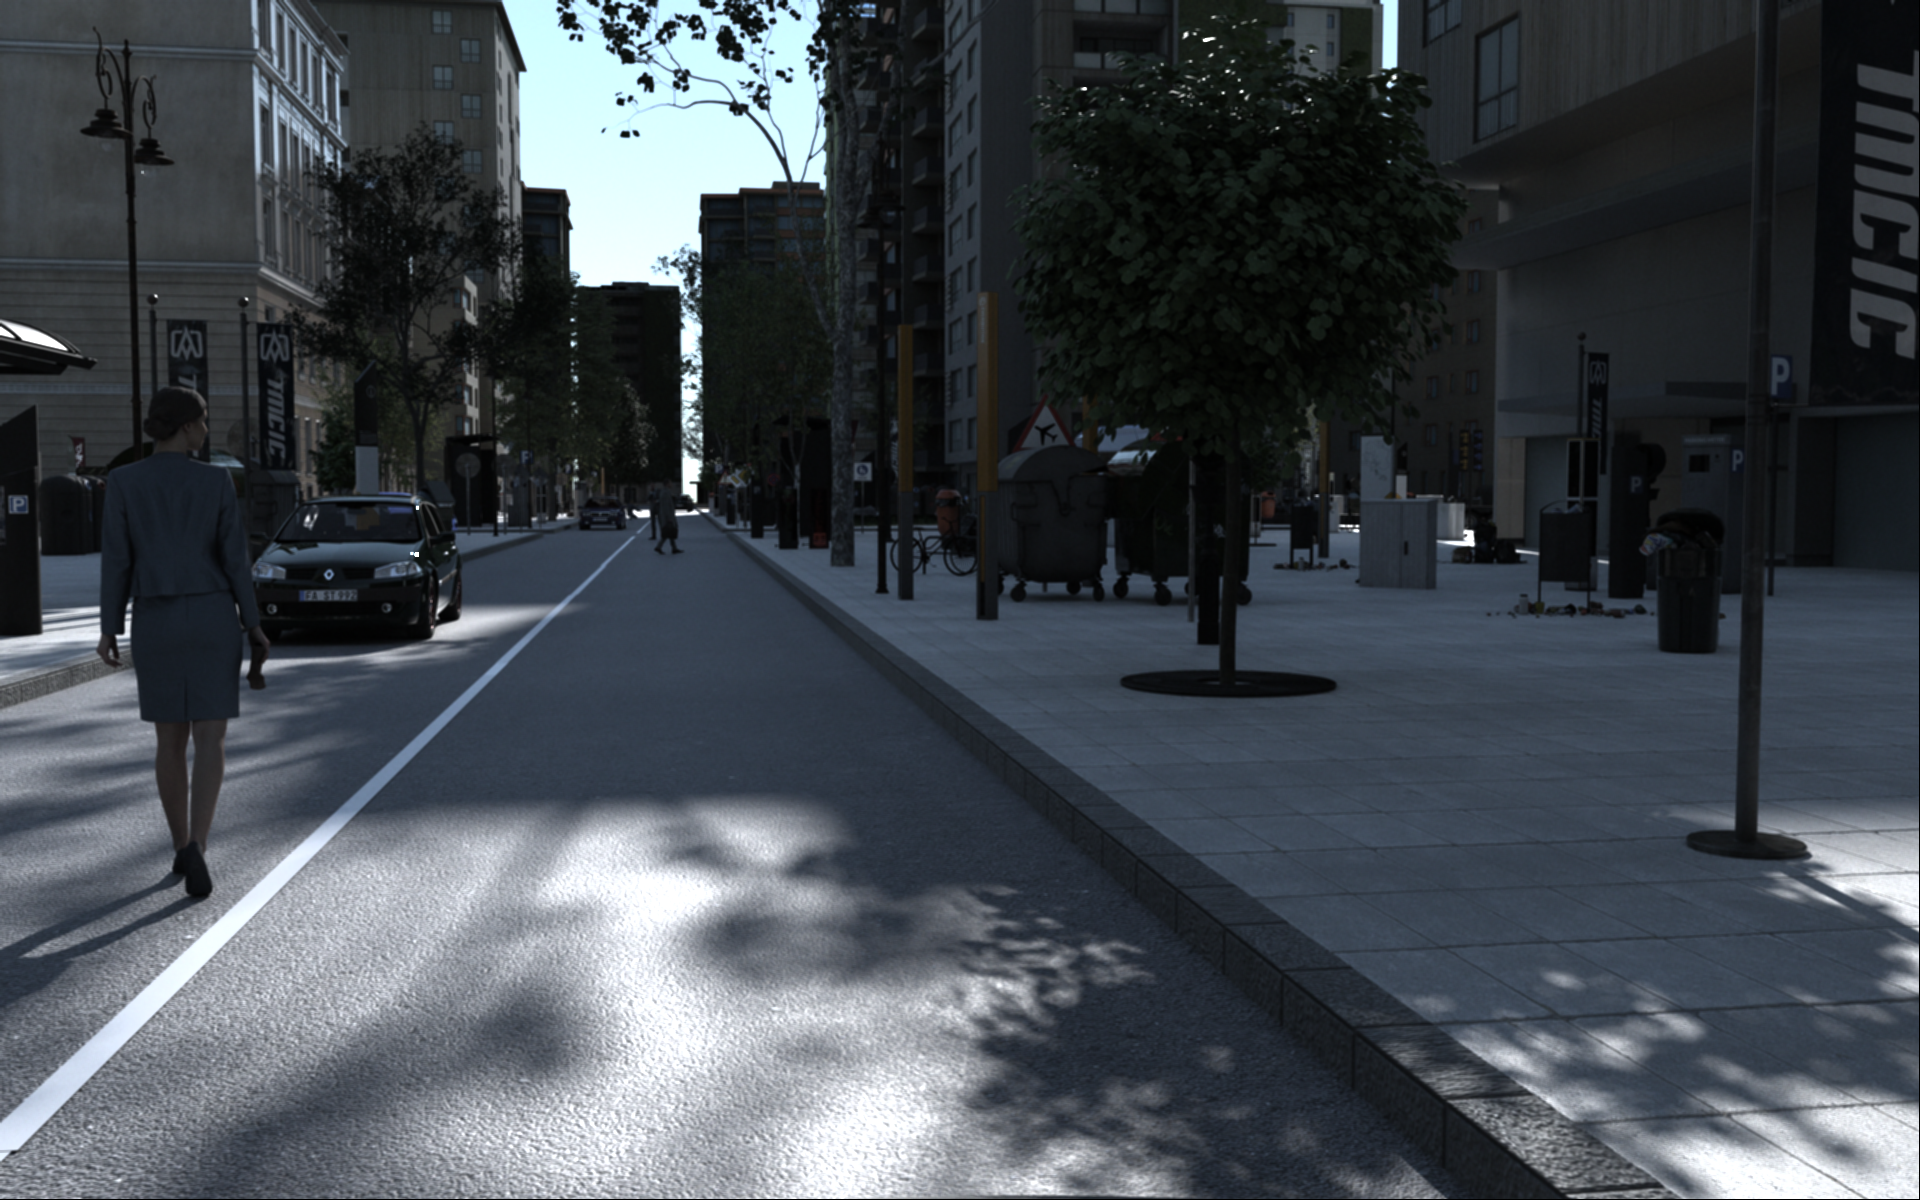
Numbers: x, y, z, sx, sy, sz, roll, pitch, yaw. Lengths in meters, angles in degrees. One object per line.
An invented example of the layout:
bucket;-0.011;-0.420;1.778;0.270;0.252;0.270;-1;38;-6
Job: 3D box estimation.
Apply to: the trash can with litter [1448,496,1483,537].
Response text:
trash can with litter;14.653;-2.498;51.898;1.678;1.210;2.233;1;4;12

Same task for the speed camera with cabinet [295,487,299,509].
speed camera with cabinet;-13.709;-2.361;32.942;2.038;3.252;0.660;-1;4;-8

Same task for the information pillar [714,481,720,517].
information pillar;-13.878;-5.767;98.780;0.304;2.012;0.304;0;4;-4

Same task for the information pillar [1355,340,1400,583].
information pillar;5.952;-2.043;24.762;0.504;3.616;0.183;3;5;40

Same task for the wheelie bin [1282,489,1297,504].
wheelie bin;20.499;-6.099;107.626;0.980;1.594;0.693;2;4;27

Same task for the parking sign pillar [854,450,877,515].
parking sign pillar;-5.772;-7.122;104.912;1.447;3.967;1.447;-3;5;-40

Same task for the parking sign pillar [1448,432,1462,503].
parking sign pillar;21.536;-5.314;75.358;1.447;3.967;1.447;1;4;23

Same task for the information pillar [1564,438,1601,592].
information pillar;8.232;-1.127;22.911;0.304;2.012;0.304;-1;4;-21

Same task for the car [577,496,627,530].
car;-14.480;-3.527;70.244;1.945;1.354;3.894;0;4;-8

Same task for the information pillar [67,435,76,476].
information pillar;-34.901;-4.700;68.207;0.504;3.616;0.183;1;4;18

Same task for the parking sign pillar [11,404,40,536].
parking sign pillar;-28.301;-3.881;51.919;1.447;3.967;1.447;-1;4;-16

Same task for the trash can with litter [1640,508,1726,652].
trash can with litter;5.992;-0.179;14.313;0.624;1.170;1.055;2;4;27

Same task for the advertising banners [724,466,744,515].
advertising banners;-14.049;-6.829;107.840;0.090;3.025;2.074;2;4;30

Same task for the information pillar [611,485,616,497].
information pillar;-27.558;-8.146;137.682;0.304;2.012;0.304;1;4;12

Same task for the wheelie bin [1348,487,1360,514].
wheelie bin;17.183;-4.107;75.052;0.693;1.594;0.980;1;4;16

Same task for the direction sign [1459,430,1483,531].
direction sign;17.953;-4.216;60.935;0.876;3.537;0.379;-1;4;-12

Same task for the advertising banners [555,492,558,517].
advertising banners;-22.841;-6.151;96.750;0.090;3.025;2.074;0;4;6

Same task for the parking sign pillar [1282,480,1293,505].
parking sign pillar;23.692;-8.438;126.441;1.447;3.967;1.447;-1;4;-18

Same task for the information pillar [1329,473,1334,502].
information pillar;12.681;-3.378;59.721;0.304;2.012;0.304;3;5;42

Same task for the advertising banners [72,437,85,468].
advertising banners;-26.912;-3.540;54.064;0.090;3.025;2.074;1;4;15

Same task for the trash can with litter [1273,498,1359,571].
trash can with litter;6.229;-1.147;29.810;2.233;1.210;1.678;-3;4;-38

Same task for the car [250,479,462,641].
car;-6.299;-0.518;18.256;2.009;1.686;4.222;-1;4;-10

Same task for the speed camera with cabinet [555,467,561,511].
speed camera with cabinet;-29.638;-8.124;127.166;0.660;3.252;2.038;-1;4;-11

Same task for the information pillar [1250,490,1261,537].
information pillar;8.736;-2.868;51.385;0.304;2.012;0.304;-1;4;-11

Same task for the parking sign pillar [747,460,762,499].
parking sign pillar;-12.214;-7.070;104.073;1.447;3.967;1.447;3;4;39

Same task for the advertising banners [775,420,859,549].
advertising banners;-3.339;-2.717;40.610;2.074;3.025;0.090;-2;4;-24

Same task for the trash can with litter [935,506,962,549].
trash can with litter;-0.266;-1.775;40.404;0.624;1.170;1.055;0;3;0

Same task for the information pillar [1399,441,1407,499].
information pillar;19.525;-5.210;76.540;0.504;3.616;0.183;-1;4;-13

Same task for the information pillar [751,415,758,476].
information pillar;-6.029;-3.646;50.959;0.183;3.616;0.504;0;4;8

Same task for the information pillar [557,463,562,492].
information pillar;-30.544;-8.616;132.223;0.504;3.616;0.183;2;4;33

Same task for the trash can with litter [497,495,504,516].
trash can with litter;-27.262;-5.553;101.854;1.678;1.210;2.233;-1;4;-15

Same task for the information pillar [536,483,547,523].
information pillar;-18.301;-4.356;75.712;0.304;2.012;0.304;2;4;26

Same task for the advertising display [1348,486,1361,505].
advertising display;22.554;-5.715;98.660;0.974;1.923;0.123;3;5;42

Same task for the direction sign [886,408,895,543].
direction sign;-1.876;-3.297;45.911;0.379;3.537;0.876;0;4;1

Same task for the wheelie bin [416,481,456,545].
wheelie bin;-12.277;-1.990;40.451;0.693;1.594;0.980;2;4;28

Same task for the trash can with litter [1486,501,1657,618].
trash can with litter;6.803;-0.444;18.323;2.233;1.210;1.678;1;4;23

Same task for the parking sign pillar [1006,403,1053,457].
parking sign pillar;1.999;-3.750;49.786;1.447;3.967;1.447;0;4;-6

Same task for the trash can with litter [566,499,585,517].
trash can with litter;-21.643;-5.262;97.424;0.624;1.170;1.055;2;4;25

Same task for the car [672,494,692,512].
car;-22.069;-7.732;136.197;2.009;1.686;4.222;-1;4;-10

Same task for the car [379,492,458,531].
car;-19.086;-3.032;59.164;3.694;1.707;1.945;-1;4;-10

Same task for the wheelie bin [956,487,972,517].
wheelie bin;0.083;-4.166;76.026;0.980;1.594;0.693;3;5;40

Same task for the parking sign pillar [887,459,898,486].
parking sign pillar;-3.467;-6.559;95.704;1.447;3.967;1.447;1;4;15

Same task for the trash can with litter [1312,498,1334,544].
trash can with litter;9.140;-2.024;44.478;0.624;1.170;1.055;2;4;33

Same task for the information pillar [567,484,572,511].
information pillar;-28.825;-7.539;127.760;0.304;2.012;0.304;0;4;-6

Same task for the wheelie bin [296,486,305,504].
wheelie bin;-25.046;-3.500;65.136;0.980;1.594;0.693;3;5;43

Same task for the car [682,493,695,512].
car;-22.853;-8.129;142.702;2.009;1.686;4.222;-1;4;-9

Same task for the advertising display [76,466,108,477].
advertising display;-20.189;-2.159;40.508;0.974;1.923;0.123;1;4;12

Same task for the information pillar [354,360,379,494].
information pillar;-10.331;-2.376;30.206;0.183;3.616;0.504;2;4;24
